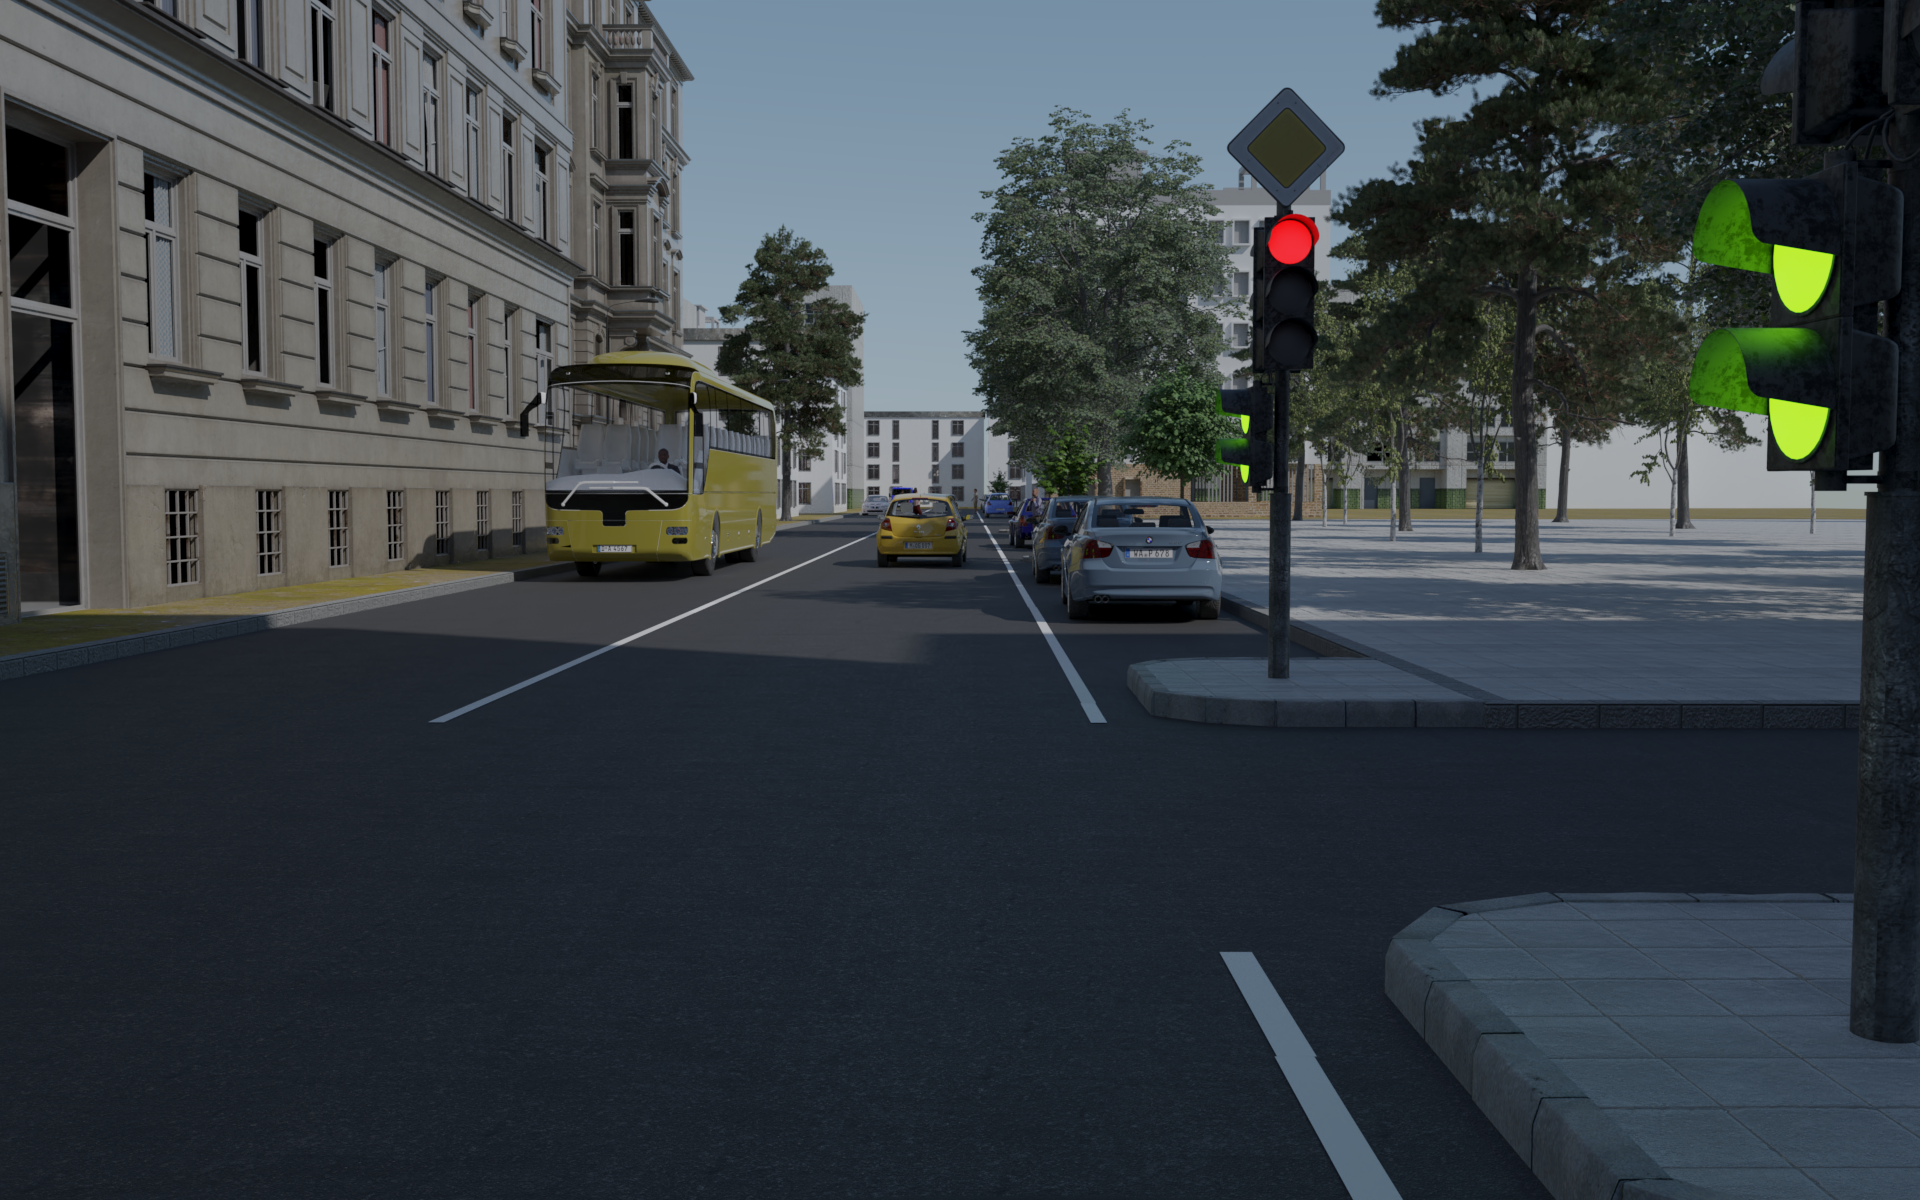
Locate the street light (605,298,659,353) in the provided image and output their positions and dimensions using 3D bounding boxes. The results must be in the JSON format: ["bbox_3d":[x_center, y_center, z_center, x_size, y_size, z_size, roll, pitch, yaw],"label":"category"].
[{"bbox_3d":[-7.820,-4.195,41.129,1.470,5.913,1.316,0,4,0],"label":"street light"}]

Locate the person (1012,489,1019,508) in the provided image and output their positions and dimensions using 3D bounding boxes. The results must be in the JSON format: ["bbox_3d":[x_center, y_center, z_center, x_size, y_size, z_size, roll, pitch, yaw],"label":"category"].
[{"bbox_3d":[5.204,-9.576,163.148,0.617,1.759,0.750,0,4,3],"label":"person"}]

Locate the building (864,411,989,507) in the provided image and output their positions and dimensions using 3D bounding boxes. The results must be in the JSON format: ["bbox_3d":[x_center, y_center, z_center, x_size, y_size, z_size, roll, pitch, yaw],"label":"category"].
[{"bbox_3d":[-11.444,-14.318,176.242,28.070,9.664,9.099,0,4,0],"label":"building"}]

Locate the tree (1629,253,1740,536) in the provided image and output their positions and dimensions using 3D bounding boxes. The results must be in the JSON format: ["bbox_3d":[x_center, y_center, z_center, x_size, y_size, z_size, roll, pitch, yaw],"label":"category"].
[{"bbox_3d":[21.809,-6.249,52.526,4.737,8.622,4.395,0,3,0],"label":"tree"}]

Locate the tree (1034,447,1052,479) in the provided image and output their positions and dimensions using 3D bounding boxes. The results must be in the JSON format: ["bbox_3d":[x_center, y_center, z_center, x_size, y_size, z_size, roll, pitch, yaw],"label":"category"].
[{"bbox_3d":[5.267,-6.358,87.673,4.285,4.588,4.351,0,3,0],"label":"tree"}]

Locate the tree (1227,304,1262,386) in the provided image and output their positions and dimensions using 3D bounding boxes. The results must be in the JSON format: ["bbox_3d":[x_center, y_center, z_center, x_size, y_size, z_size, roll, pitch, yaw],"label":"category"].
[{"bbox_3d":[16.451,-9.873,83.484,6.751,12.117,7.091,0,3,0],"label":"tree"}]

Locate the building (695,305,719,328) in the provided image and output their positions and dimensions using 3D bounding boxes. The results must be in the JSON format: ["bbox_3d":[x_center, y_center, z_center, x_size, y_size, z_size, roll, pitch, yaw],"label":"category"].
[{"bbox_3d":[-31.364,-19.759,179.487,11.380,20.091,16.016,0,4,0],"label":"building"}]

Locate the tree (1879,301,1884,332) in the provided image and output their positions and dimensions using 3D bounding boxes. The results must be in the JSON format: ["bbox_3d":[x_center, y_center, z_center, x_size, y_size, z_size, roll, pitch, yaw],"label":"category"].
[{"bbox_3d":[18.846,-6.844,30.033,7.486,12.596,7.792,0,3,0],"label":"tree"}]

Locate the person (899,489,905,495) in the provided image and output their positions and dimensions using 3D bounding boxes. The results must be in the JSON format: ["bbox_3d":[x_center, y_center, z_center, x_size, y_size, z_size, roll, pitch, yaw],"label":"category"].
[{"bbox_3d":[-4.740,-8.189,142.418,1.348,1.821,0.705,1,4,22],"label":"person"}]

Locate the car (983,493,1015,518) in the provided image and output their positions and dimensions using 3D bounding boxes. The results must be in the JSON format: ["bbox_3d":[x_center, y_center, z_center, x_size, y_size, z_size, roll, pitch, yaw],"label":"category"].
[{"bbox_3d":[2.376,-5.868,105.528,1.945,1.707,3.694,0,4,0],"label":"car"}]

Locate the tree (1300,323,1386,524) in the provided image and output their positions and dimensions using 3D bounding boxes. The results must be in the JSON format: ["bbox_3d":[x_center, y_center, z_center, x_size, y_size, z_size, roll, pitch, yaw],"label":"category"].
[{"bbox_3d":[16.289,-7.491,72.836,4.360,8.622,3.978,0,3,0],"label":"tree"}]

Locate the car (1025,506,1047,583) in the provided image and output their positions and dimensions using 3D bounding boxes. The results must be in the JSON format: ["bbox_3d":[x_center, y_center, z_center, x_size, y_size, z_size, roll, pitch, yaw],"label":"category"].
[{"bbox_3d":[2.108,-1.046,29.105,2.014,1.417,4.499,0,4,1],"label":"car"}]

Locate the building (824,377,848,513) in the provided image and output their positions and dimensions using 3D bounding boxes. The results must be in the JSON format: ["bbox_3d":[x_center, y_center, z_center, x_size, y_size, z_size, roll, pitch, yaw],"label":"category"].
[{"bbox_3d":[-12.920,-11.493,130.061,9.099,9.664,28.070,0,4,0],"label":"building"}]

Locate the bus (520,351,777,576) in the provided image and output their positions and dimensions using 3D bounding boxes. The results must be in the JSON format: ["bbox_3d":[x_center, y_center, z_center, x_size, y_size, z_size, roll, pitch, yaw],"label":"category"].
[{"bbox_3d":[-5.487,-2.568,33.538,2.896,3.916,12.252,0,4,1],"label":"bus"}]

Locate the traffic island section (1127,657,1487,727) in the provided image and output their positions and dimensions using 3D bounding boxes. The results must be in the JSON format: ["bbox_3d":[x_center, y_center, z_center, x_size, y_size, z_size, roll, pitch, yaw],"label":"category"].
[{"bbox_3d":[2.247,0.623,12.099,2.009,0.180,2.903,0,4,0],"label":"traffic island section"}]

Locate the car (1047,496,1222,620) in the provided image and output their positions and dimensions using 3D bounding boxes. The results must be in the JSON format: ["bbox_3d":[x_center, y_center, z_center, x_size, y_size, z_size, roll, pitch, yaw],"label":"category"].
[{"bbox_3d":[2.140,-0.556,21.092,2.014,1.417,4.499,0,4,2],"label":"car"}]

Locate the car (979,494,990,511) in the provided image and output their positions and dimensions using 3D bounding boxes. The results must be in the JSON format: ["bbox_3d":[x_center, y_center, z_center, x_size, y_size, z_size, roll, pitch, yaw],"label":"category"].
[{"bbox_3d":[2.619,-8.290,145.331,2.009,1.686,4.222,0,4,0],"label":"car"}]

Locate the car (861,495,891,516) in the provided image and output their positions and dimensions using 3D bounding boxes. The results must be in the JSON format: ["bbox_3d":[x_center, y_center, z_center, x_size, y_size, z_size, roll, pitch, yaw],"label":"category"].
[{"bbox_3d":[-5.622,-6.406,117.095,2.083,1.381,4.827,0,3,0],"label":"car"}]

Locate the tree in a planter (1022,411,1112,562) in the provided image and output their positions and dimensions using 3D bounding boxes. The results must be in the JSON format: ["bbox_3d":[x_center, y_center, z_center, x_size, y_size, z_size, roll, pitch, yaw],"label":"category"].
[{"bbox_3d":[2.339,-2.436,37.051,1.991,3.239,1.994,0,4,0],"label":"tree in a planter"}]

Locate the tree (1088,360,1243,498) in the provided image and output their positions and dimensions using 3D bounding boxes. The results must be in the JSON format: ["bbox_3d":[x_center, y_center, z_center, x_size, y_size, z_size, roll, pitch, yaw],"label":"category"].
[{"bbox_3d":[5.456,-3.571,42.092,4.285,4.588,4.351,0,3,0],"label":"tree"}]

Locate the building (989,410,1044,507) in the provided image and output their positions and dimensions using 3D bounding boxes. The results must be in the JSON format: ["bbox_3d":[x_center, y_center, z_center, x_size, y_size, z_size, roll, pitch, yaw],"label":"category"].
[{"bbox_3d":[16.728,-14.321,176.296,28.070,9.664,9.099,0,4,0],"label":"building"}]

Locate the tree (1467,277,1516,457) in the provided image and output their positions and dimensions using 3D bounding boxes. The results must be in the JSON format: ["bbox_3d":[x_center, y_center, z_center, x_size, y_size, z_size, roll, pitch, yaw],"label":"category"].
[{"bbox_3d":[27.110,-10.411,77.637,7.806,13.903,7.818,0,3,0],"label":"tree"}]

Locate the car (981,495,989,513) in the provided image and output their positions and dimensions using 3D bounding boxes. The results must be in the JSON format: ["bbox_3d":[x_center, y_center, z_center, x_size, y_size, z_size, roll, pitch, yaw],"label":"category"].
[{"bbox_3d":[2.571,-7.340,132.019,2.014,1.417,4.499,0,4,1],"label":"car"}]

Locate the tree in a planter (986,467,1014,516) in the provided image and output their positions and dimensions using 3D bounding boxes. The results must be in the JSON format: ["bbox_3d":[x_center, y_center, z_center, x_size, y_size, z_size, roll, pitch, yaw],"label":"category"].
[{"bbox_3d":[2.627,-7.132,113.823,1.991,3.239,1.994,0,4,0],"label":"tree in a planter"}]

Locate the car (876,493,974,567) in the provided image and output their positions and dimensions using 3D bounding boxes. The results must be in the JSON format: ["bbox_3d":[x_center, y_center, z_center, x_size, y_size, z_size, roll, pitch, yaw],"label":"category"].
[{"bbox_3d":[-0.737,-1.546,35.499,2.015,1.641,3.980,0,4,2],"label":"car"}]

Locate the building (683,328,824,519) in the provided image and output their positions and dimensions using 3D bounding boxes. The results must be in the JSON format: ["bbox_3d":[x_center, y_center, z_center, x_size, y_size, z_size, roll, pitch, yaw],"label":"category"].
[{"bbox_3d":[-13.903,-9.760,101.731,9.099,9.664,28.070,0,4,0],"label":"building"}]

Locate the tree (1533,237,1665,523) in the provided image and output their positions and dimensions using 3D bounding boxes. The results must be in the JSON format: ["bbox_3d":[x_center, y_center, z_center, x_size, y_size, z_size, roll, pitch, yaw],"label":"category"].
[{"bbox_3d":[26.835,-9.566,63.833,7.806,13.903,7.818,0,3,0],"label":"tree"}]

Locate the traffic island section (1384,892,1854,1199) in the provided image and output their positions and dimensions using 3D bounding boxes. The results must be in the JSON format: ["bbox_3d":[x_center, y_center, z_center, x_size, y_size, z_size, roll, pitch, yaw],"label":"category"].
[{"bbox_3d":[2.217,1.111,4.114,2.009,0.180,2.903,0,4,0],"label":"traffic island section"}]

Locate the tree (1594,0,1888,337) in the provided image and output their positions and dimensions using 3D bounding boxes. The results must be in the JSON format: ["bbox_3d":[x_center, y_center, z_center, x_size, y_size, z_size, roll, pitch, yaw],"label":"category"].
[{"bbox_3d":[11.252,-6.840,18.495,9.857,13.997,8.962,0,3,0],"label":"tree"}]

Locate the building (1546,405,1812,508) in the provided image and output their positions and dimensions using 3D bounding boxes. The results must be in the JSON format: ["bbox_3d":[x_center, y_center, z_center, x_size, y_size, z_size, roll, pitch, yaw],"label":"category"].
[{"bbox_3d":[63.991,-13.246,158.725,28.070,9.664,9.099,0,4,0],"label":"building"}]

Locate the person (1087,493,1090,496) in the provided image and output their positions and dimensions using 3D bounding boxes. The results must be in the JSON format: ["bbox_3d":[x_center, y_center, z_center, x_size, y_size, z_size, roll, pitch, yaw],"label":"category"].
[{"bbox_3d":[6.412,-5.270,92.223,1.348,1.821,0.705,0,4,7],"label":"person"}]

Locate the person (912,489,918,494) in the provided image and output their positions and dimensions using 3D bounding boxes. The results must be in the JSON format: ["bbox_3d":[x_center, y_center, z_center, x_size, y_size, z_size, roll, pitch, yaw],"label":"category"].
[{"bbox_3d":[-1.784,-4.008,75.496,0.566,1.644,0.517,1,4,9],"label":"person"}]

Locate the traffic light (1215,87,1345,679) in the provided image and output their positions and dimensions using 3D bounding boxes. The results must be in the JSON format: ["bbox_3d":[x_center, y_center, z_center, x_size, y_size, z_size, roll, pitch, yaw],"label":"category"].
[{"bbox_3d":[2.207,-1.391,11.986,0.839,4.213,0.868,0,4,0],"label":"traffic light"}]

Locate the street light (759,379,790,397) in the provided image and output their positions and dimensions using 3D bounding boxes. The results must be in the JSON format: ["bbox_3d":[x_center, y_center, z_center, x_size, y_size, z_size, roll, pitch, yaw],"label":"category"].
[{"bbox_3d":[-7.585,-5.977,70.267,1.470,5.913,1.316,0,4,0],"label":"street light"}]

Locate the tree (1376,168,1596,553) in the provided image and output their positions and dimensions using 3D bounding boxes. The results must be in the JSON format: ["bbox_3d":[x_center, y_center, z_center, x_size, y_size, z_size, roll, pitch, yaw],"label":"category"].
[{"bbox_3d":[11.612,-5.342,37.702,4.737,8.622,4.395,0,3,0],"label":"tree"}]

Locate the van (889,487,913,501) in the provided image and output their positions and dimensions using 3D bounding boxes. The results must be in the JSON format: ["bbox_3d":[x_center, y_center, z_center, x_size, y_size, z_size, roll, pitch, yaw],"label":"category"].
[{"bbox_3d":[-5.001,-8.960,150.886,2.240,2.365,5.245,0,4,1],"label":"van"}]

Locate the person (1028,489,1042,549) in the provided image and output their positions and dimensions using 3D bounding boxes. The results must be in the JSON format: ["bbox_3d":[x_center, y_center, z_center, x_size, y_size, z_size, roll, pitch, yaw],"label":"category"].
[{"bbox_3d":[1.952,-2.082,44.598,0.319,1.574,0.516,-1,4,-17],"label":"person"}]

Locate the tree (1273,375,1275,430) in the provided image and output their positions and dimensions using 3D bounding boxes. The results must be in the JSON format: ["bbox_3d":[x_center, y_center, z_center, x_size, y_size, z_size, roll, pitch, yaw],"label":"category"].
[{"bbox_3d":[14.013,-7.132,66.966,4.737,8.622,4.395,0,3,0],"label":"tree"}]

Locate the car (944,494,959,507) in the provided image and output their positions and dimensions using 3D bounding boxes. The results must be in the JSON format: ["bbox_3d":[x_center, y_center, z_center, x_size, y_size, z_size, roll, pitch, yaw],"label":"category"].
[{"bbox_3d":[-1.044,-7.410,130.936,2.009,1.686,4.222,0,4,-1],"label":"car"}]

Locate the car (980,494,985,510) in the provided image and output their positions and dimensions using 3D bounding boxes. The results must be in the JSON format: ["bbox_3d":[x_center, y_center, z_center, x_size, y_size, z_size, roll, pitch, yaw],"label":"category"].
[{"bbox_3d":[2.682,-8.821,154.440,2.015,1.641,3.980,0,4,0],"label":"car"}]

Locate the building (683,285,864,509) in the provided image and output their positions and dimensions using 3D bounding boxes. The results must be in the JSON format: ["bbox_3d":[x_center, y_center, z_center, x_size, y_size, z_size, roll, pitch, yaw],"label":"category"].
[{"bbox_3d":[-24.852,-17.667,155.314,31.486,18.905,16.747,0,4,0],"label":"building"}]

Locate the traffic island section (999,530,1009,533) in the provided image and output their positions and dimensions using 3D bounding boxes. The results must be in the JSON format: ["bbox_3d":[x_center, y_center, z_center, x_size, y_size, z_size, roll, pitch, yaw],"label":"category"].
[{"bbox_3d":[2.442,-2.561,64.738,1.991,0.108,1.994,0,4,0],"label":"traffic island section"}]

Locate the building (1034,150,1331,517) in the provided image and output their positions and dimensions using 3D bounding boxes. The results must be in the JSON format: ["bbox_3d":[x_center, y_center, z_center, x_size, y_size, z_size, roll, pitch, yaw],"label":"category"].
[{"bbox_3d":[12.422,-14.970,101.178,16.016,20.091,11.380,0,4,0],"label":"building"}]

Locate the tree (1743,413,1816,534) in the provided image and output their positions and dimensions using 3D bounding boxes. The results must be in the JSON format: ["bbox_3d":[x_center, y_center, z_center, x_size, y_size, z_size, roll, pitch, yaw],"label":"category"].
[{"bbox_3d":[27.396,-6.452,55.856,4.360,8.622,3.978,0,3,0],"label":"tree"}]

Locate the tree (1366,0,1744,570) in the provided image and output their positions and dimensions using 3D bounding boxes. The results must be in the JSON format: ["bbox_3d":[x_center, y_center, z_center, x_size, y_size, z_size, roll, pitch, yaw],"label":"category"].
[{"bbox_3d":[9.559,-6.548,29.116,6.751,12.117,7.091,0,3,0],"label":"tree"}]

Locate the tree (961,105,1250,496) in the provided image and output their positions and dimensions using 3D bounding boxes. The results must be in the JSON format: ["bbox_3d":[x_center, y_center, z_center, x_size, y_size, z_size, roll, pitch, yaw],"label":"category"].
[{"bbox_3d":[4.632,-9.138,56.065,9.857,13.997,8.962,0,3,0],"label":"tree"}]

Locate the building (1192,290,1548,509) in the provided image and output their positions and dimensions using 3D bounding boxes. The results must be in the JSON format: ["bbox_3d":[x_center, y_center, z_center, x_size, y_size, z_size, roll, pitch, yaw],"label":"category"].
[{"bbox_3d":[34.053,-17.646,154.964,31.486,18.905,16.747,0,4,0],"label":"building"}]

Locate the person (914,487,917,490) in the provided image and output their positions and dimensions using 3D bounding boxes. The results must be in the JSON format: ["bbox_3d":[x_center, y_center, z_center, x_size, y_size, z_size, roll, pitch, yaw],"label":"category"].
[{"bbox_3d":[-2.604,-5.719,101.993,0.705,1.826,1.348,3,5,44],"label":"person"}]

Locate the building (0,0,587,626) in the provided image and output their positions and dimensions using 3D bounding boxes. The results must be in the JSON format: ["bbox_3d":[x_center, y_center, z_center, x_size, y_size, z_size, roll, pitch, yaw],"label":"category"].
[{"bbox_3d":[-16.549,-11.828,26.669,16.112,22.955,30.059,0,4,0],"label":"building"}]

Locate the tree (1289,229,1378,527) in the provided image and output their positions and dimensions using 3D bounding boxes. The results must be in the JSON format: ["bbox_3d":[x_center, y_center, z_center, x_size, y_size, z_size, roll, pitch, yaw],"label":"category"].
[{"bbox_3d":[11.499,-5.892,46.695,4.737,8.622,4.395,0,3,0],"label":"tree"}]

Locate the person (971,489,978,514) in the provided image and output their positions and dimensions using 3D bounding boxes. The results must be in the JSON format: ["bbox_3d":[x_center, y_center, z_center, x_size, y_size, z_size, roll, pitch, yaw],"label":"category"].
[{"bbox_3d":[1.080,-7.076,124.203,0.705,1.824,1.348,-1,4,-14],"label":"person"}]

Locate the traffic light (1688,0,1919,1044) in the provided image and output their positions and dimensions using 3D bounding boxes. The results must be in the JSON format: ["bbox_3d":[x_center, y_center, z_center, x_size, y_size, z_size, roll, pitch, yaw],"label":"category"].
[{"bbox_3d":[2.177,-0.903,4.001,0.839,4.213,0.868,0,4,0],"label":"traffic light"}]

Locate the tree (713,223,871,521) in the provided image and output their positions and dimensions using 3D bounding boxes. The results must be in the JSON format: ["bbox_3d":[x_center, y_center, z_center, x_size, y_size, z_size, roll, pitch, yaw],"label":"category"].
[{"bbox_3d":[-8.004,-10.672,81.909,7.806,13.903,7.818,0,3,0],"label":"tree"}]

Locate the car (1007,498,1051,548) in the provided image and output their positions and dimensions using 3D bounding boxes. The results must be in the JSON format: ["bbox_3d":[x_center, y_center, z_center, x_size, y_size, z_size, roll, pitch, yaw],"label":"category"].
[{"bbox_3d":[2.270,-2.120,47.245,1.945,1.354,3.894,0,4,-2],"label":"car"}]

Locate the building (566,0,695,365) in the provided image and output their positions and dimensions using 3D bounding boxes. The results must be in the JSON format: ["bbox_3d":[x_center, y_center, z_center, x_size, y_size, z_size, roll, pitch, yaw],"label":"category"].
[{"bbox_3d":[-17.312,-14.694,59.326,14.460,24.649,34.723,0,4,0],"label":"building"}]
